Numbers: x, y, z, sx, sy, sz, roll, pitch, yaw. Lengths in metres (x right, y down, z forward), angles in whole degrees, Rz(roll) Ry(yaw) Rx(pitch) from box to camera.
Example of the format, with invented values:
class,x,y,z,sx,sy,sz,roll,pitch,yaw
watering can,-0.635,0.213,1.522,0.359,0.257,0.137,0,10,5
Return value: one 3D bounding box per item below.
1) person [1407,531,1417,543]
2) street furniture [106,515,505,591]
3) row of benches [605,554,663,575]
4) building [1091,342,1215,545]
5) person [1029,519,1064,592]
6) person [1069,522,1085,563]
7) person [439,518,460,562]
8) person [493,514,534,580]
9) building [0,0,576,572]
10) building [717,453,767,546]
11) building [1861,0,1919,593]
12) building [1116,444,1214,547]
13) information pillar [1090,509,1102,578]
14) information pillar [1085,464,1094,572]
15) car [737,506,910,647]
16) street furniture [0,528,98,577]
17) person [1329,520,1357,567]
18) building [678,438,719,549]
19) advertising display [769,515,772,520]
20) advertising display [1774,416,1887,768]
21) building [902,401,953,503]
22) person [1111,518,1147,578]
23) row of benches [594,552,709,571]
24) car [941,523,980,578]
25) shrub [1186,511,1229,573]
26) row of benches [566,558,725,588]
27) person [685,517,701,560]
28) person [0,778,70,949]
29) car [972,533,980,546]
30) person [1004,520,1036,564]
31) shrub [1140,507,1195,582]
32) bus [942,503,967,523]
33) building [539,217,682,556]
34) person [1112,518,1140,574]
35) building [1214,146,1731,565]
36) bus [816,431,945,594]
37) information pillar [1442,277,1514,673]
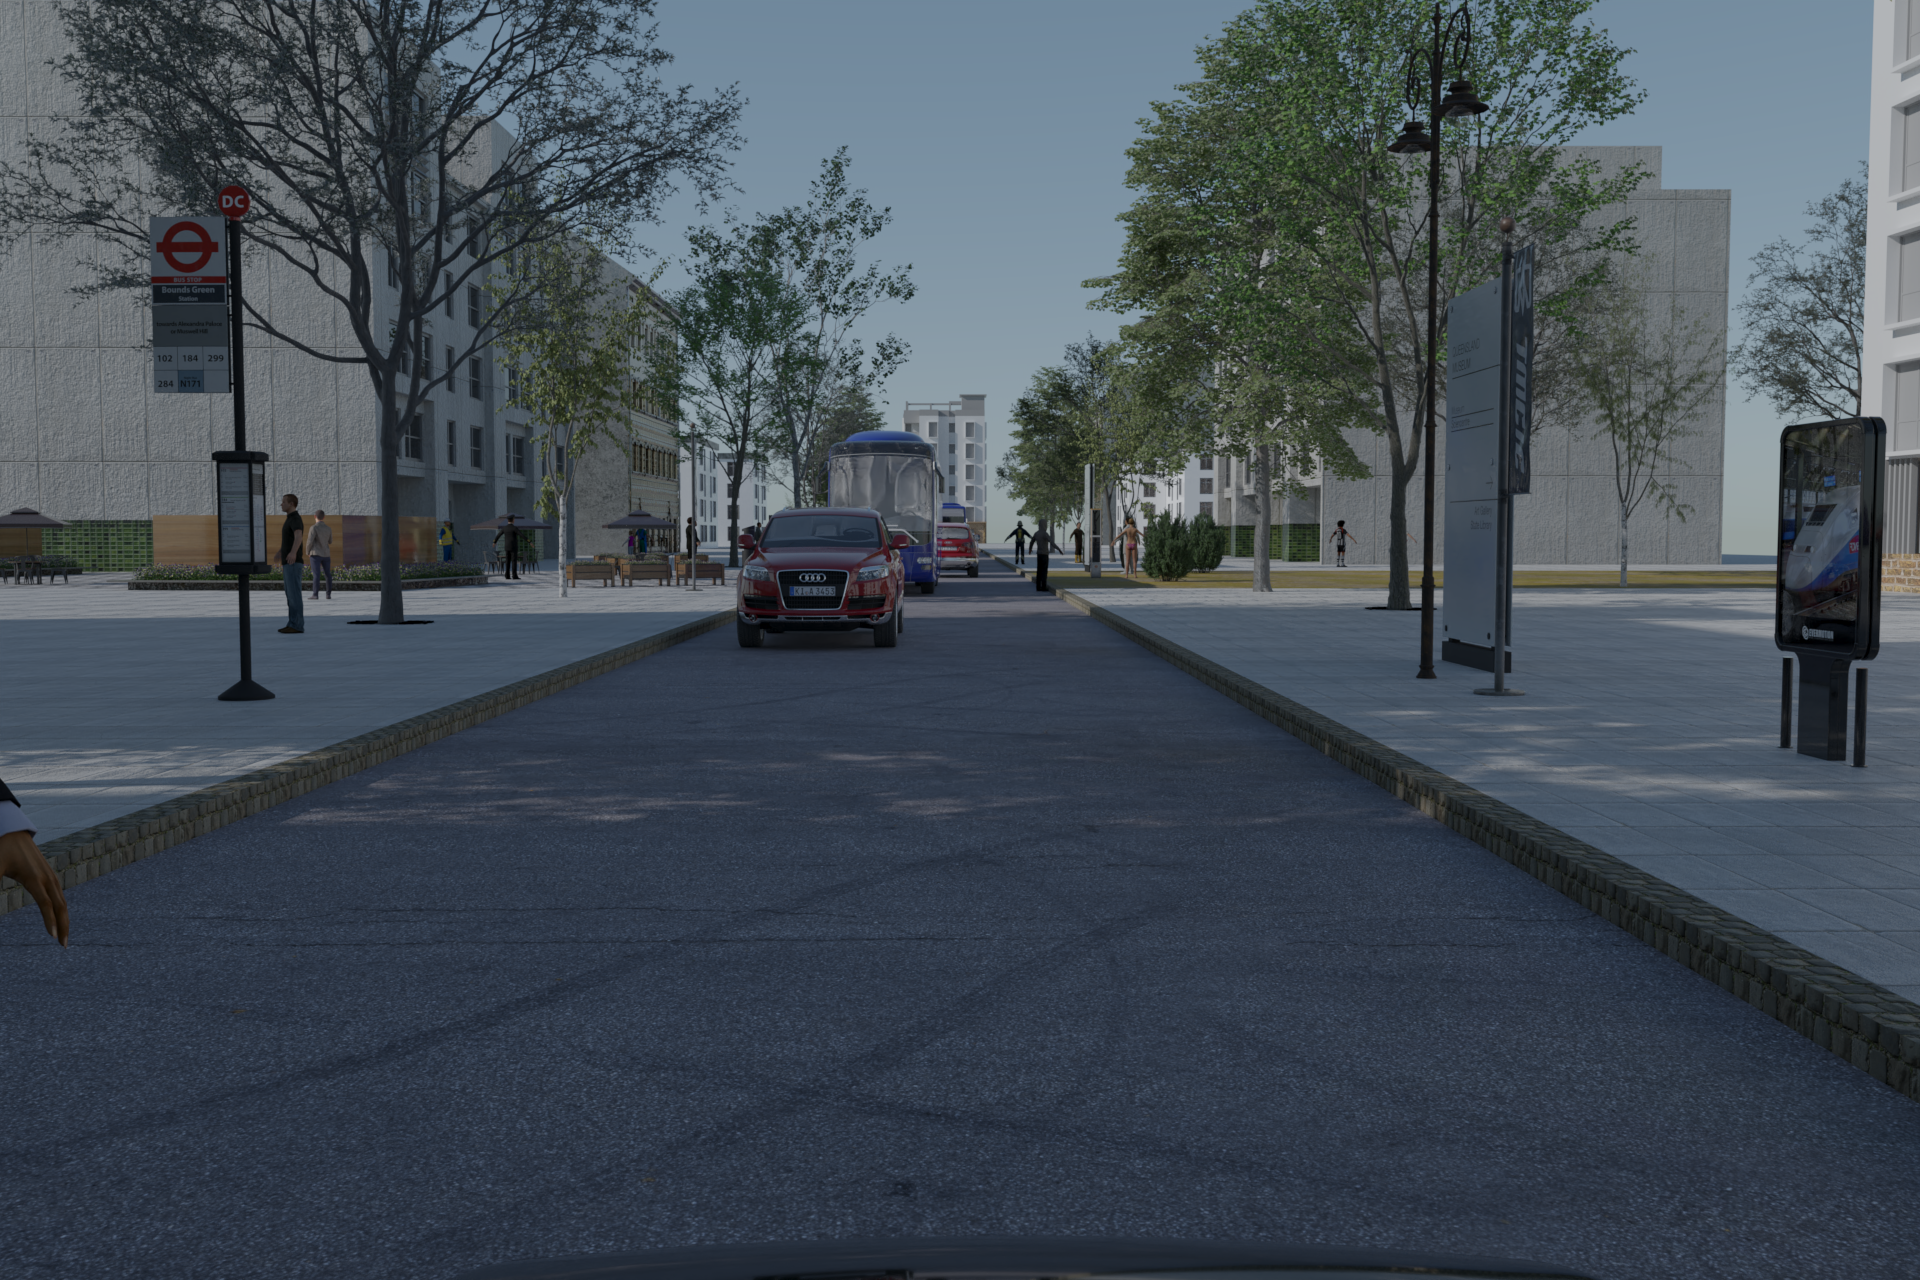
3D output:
class,x,y,z,sx,sy,sz,roll,pitch,yaw
person,18.082,-3.971,70.784,0.705,1.847,1.347,-2,4,-35
street furniture,-15.418,-2.103,41.231,11.010,1.723,9.812,0,4,7
row of benches,-9.961,-2.296,53.010,1.422,0.672,4.104,-2,4,-28
building,25.233,-22.836,204.296,19.493,23.208,18.063,0,4,0
person,2.084,-2.116,43.184,0.705,1.813,1.348,-2,4,-35
person,5.283,-4.319,76.750,1.346,1.812,0.704,-3,5,-40
person,-17.535,-3.263,59.325,0.705,1.833,1.349,1,4,11
person,-12.612,-2.619,48.752,1.347,1.837,0.705,1,4,20
building,-28.144,-12.662,73.489,16.747,18.905,31.486,0,4,-1
building,-25.932,-15.351,193.132,9.099,9.664,28.070,0,4,0
building,25.575,-11.048,37.061,16.016,20.090,11.380,0,4,-1
building,21.564,-14.275,175.549,9.099,9.664,28.070,0,4,0
information pillar,3.961,-2.814,50.503,0.304,2.012,0.304,0,4,0
information pillar,4.378,-4.115,58.599,0.184,3.620,1.656,0,4,-1
car,-1.811,-0.912,23.589,2.281,1.827,5.304,0,4,0
street furniture,-31.369,-2.754,51.883,11.010,1.723,9.812,1,4,8
person,14.805,-3.733,67.176,0.704,1.843,1.345,-3,4,-37
building,-26.996,-13.419,161.545,9.099,9.664,28.070,0,4,-1
advertising display,-6.351,-3.264,58.588,0.123,1.923,0.974,0,4,1
advertising display,4.959,-0.288,9.916,0.123,1.923,0.974,0,4,0
building,-7.529,-23.168,237.673,11.380,20.090,16.016,0,4,-4
person,4.983,-2.661,50.305,1.217,1.733,0.721,0,4,8
row of benches,-10.793,-2.733,60.151,4.104,0.672,1.422,-2,4,-26
car,-0.428,-3.051,58.552,2.281,1.827,5.304,0,4,-1
shrub,7.925,-3.219,56.667,1.661,2.075,1.752,0,3,0
row of benches,-7.825,-1.664,42.665,4.104,0.672,1.422,-2,4,-31
person,-8.171,-2.854,52.845,0.705,1.806,1.347,-1,4,-21
person,-1.728,0.433,2.093,1.216,1.740,0.721,-1,4,-13
car,0.402,-6.700,119.131,1.945,1.707,3.694,0,4,-1
person,2.536,-4.128,73.272,1.354,1.856,0.705,0,4,5
shrub,5.612,-2.595,46.843,1.690,2.028,1.600,0,3,0
bus,-0.818,-8.841,136.095,2.896,3.916,12.251,0,4,0
building,-28.745,-17.122,110.870,19.493,23.208,18.063,0,3,0
person,5.395,-3.025,55.646,1.347,1.806,0.705,-3,5,-44
building,23.551,-13.531,87.693,16.747,18.905,31.486,0,3,0
bus,-1.784,-3.258,44.821,2.896,3.916,12.251,0,3,0
information pillar,4.994,-1.552,16.692,0.184,3.620,1.656,0,4,-1
